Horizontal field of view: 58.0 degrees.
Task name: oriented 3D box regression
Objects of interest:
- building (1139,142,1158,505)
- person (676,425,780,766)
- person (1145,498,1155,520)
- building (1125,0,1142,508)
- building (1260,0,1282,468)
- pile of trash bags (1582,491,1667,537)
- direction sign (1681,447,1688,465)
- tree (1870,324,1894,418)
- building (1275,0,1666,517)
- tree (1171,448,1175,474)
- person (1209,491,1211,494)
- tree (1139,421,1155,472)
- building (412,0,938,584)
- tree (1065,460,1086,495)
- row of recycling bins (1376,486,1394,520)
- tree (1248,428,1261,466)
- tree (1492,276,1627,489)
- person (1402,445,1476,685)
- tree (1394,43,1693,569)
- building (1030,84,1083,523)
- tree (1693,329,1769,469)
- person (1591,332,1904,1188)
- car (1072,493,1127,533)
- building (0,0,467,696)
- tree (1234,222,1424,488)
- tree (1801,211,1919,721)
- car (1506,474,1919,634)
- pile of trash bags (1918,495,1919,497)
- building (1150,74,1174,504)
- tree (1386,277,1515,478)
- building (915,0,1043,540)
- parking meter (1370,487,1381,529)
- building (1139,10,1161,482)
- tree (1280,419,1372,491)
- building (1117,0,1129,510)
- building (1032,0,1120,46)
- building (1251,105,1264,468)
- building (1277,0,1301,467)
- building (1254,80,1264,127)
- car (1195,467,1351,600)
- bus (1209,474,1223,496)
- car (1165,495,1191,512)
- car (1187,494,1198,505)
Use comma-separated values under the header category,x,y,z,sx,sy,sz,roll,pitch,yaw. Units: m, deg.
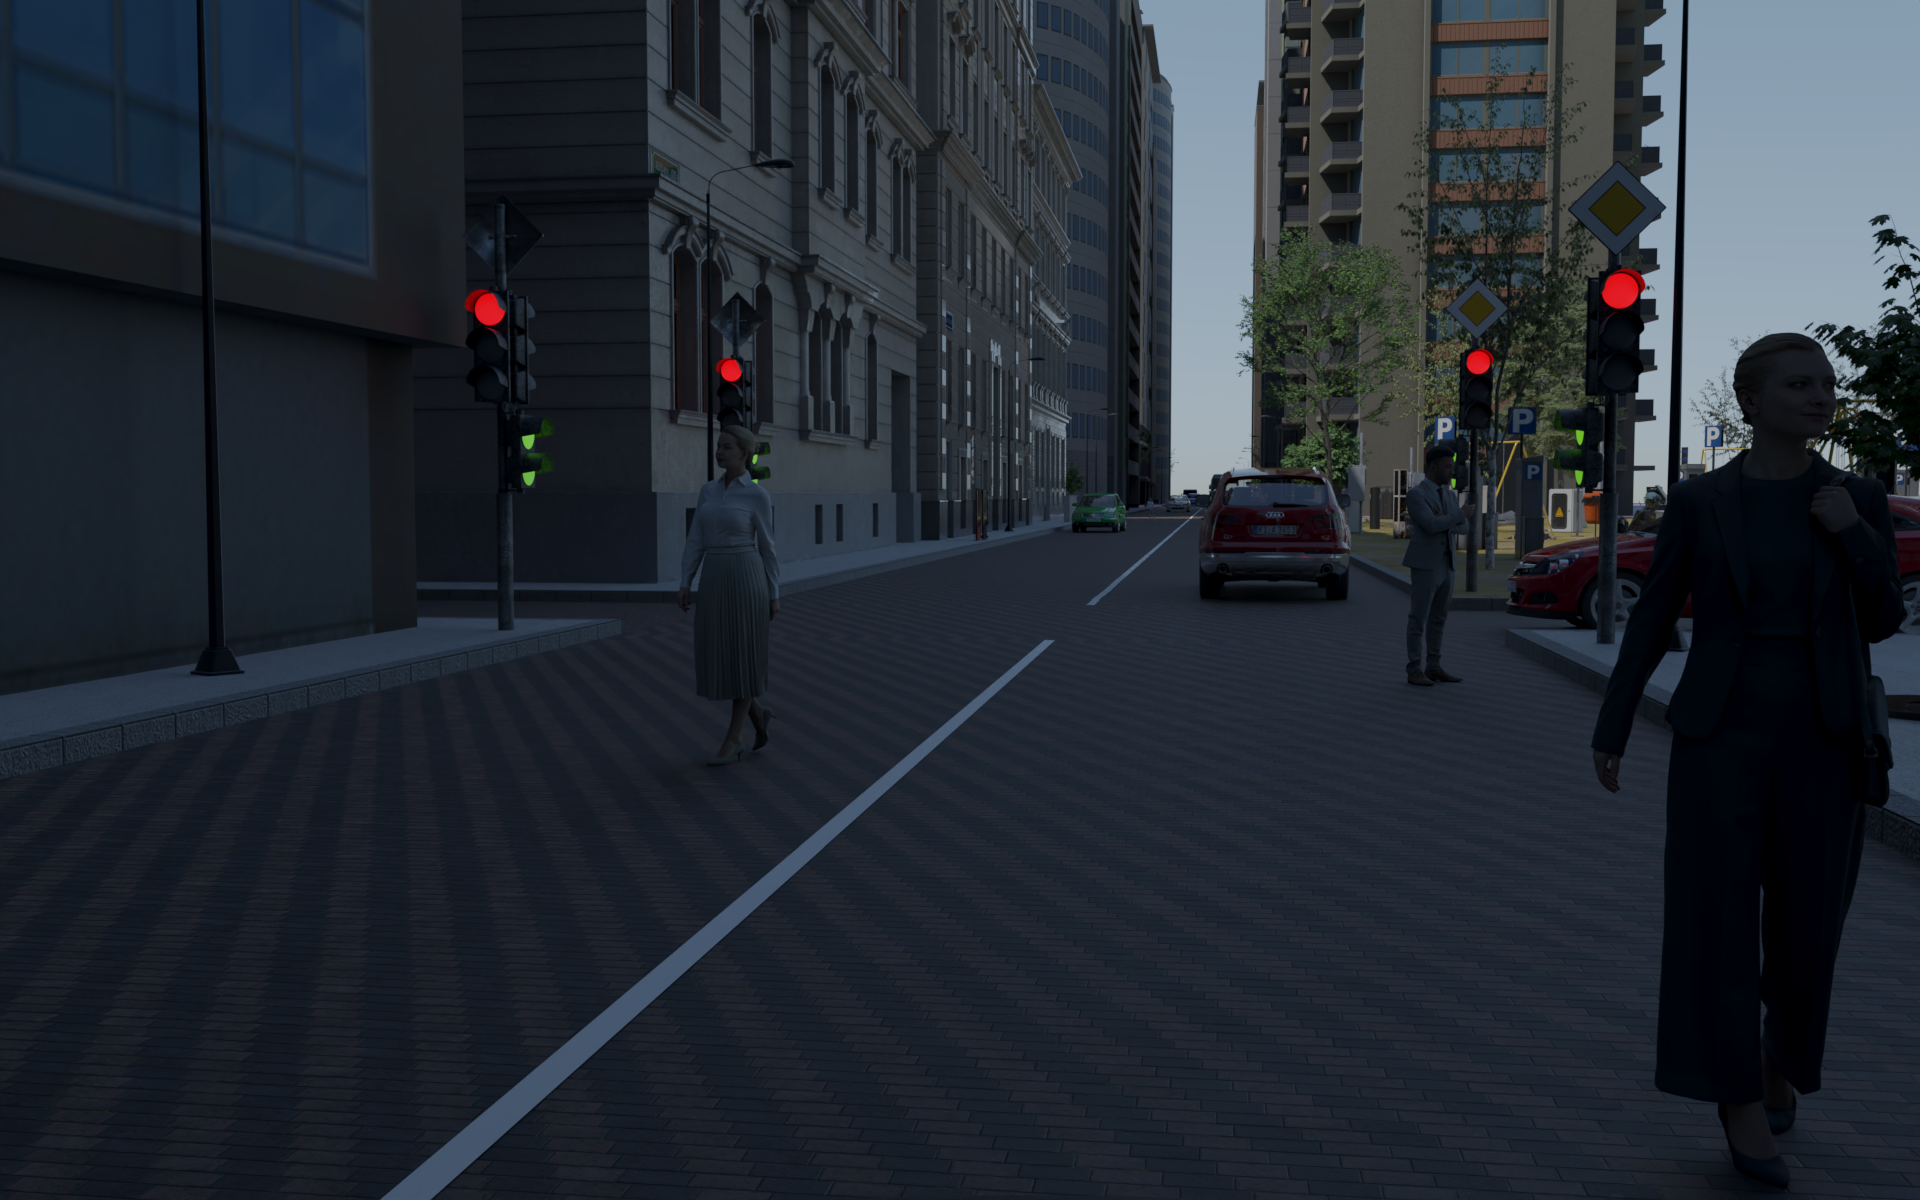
category,x,y,z,sx,sy,sz,roll,pitch,yaw
building,17.410,-34.648,216.602,14.600,45.320,14.200,1,4,8
person,-1.197,-0.039,9.362,0.478,1.798,0.641,2,4,33
person,10.481,-5.013,95.484,0.505,1.210,0.382,-1,4,-9
building,4.836,-32.386,153.218,21.300,48.544,21.600,1,4,8
building,37.878,-37.524,155.520,21.231,58.520,28.212,1,4,8
pile of trash bags,19.038,-2.342,48.042,3.447,1.369,1.912,0,4,7
direction sign,34.746,-5.607,83.673,0.379,3.537,0.876,-2,4,-32
tree,38.193,-7.441,72.021,4.360,8.622,3.978,0,3,0
building,31.974,-27.966,111.868,22.147,44.769,28.867,1,4,8
tree,30.214,-18.754,256.981,4.360,8.622,3.978,0,3,0
person,27.917,-11.323,193.708,0.705,1.814,1.350,2,4,33
tree,17.331,-13.640,173.374,4.360,8.622,3.978,0,3,0
building,-8.837,-15.195,35.820,14.401,28.519,23.554,1,4,8
tree,6.438,-6.331,98.107,1.663,3.219,1.824,0,3,0
row of recycling bins,21.870,-4.941,87.900,1.069,1.692,3.534,-1,4,-14
tree,31.882,-14.027,179.702,4.360,8.622,3.978,0,3,0
tree,31.219,-10.567,90.894,7.486,12.596,7.792,0,3,0
person,3.617,-0.266,13.036,0.466,1.800,0.511,3,5,40
tree,9.291,-4.835,29.410,4.360,8.622,3.978,0,3,0
building,-0.778,-15.086,82.809,11.583,22.565,21.152,1,4,8
tree,35.231,-7.802,77.926,4.360,8.622,3.978,0,3,0
person,1.720,0.315,3.770,0.576,1.772,0.534,0,4,-3
car,5.309,-3.493,65.907,1.959,1.807,4.718,1,4,10
building,-12.834,-22.004,9.869,14.200,45.320,14.600,1,4,8
tree,14.218,-8.639,67.010,9.928,11.665,9.643,0,3,0
tree,5.843,-0.952,10.169,1.663,3.219,1.824,0,3,0
car,7.907,-0.525,17.621,4.494,1.783,2.155,1,4,10
pile of trash bags,20.873,-1.724,37.940,1.912,1.369,3.447,3,5,40
building,18.174,-42.540,237.529,21.231,58.520,28.212,1,4,8
tree,16.653,-6.571,57.800,4.737,8.622,4.395,0,3,0
building,-4.353,-16.061,59.856,12.463,27.353,25.104,1,4,8
parking meter,15.168,-3.356,63.289,0.372,1.533,0.369,0,3,0
building,7.835,-37.136,196.405,28.713,52.752,27.495,1,4,8
tree,16.217,-5.613,75.491,4.285,4.588,4.351,0,3,0
building,5.618,-27.601,134.872,14.154,41.232,14.086,1,4,8
building,-0.903,-34.928,113.074,21.231,58.520,28.212,1,4,8
building,40.053,-33.315,194.809,14.600,45.320,14.200,1,4,8
building,31.876,-27.575,134.454,14.154,41.232,14.086,1,4,8
building,51.028,-38.235,214.385,28.713,52.752,27.495,1,4,8
car,4.547,-1.010,25.188,2.281,1.827,5.304,1,4,10
bus,25.215,-10.423,165.272,2.948,3.499,13.247,1,4,8
car,17.528,-7.745,138.992,2.083,1.381,4.827,0,4,8
car,27.304,-11.811,202.705,1.945,1.707,3.694,0,4,7
